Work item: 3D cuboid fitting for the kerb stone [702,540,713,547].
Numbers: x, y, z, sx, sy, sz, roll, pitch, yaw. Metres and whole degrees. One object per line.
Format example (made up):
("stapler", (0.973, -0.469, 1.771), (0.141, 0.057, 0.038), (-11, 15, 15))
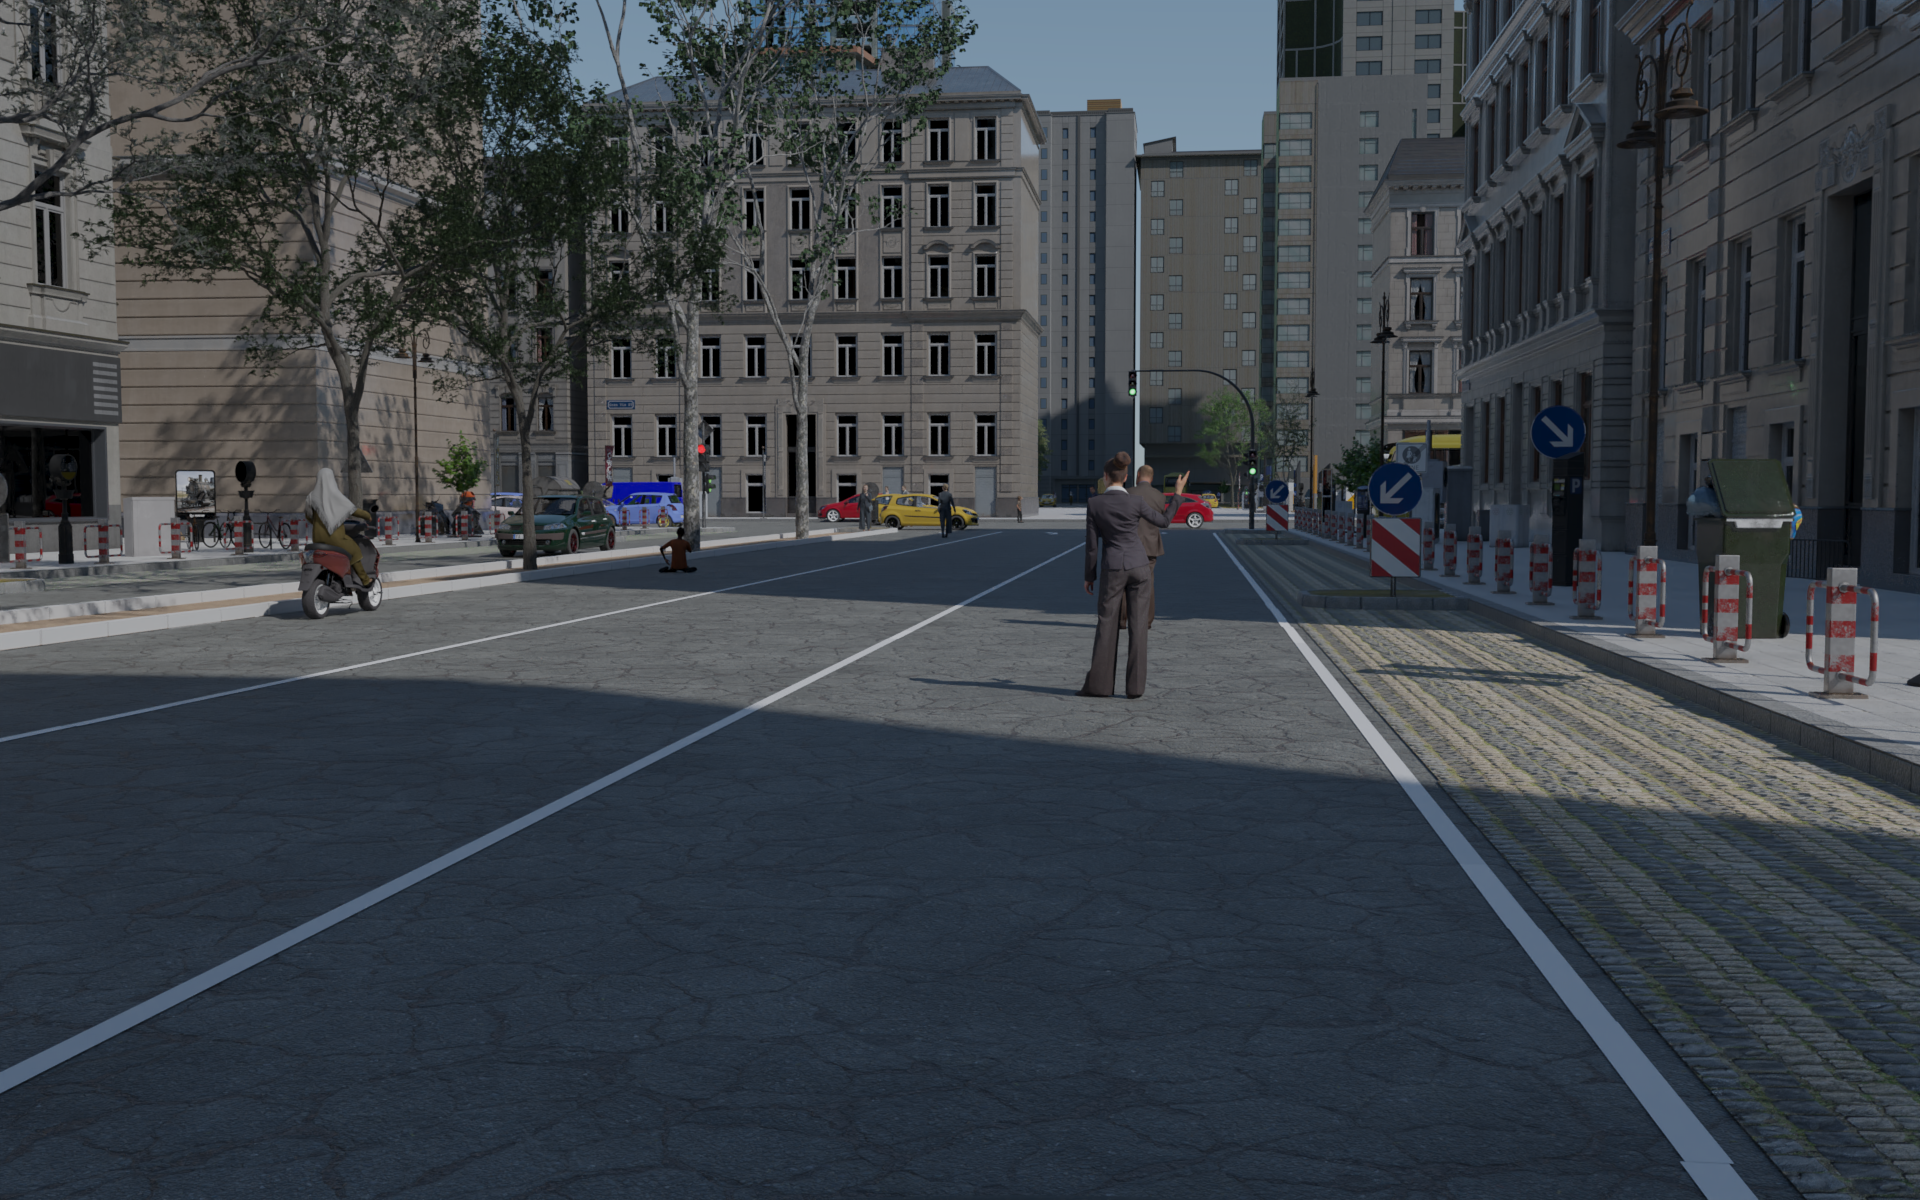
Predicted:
("kerb stone", (-6.926, -1.501, 46.739), (0.120, 0.150, 1.000), (0, 4, 7))

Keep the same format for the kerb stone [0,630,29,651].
("kerb stone", (-8.799, 0.389, 15.838), (0.120, 0.150, 1.000), (0, 4, 7))

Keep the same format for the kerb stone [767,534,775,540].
("kerb stone", (-6.017, -1.932, 53.877), (0.120, 0.150, 1.000), (0, 4, 7))

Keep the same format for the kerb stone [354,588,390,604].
("kerb stone", (-7.876, -0.048, 22.976), (0.120, 0.150, 1.000), (0, 4, 7))

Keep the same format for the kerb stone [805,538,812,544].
("kerb stone", (-4.461, -1.667, 49.488), (0.120, 0.150, 1.000), (0, 4, 7))

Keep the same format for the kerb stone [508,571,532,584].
("kerb stone", (-7.225, -0.357, 28.075), (0.120, 0.150, 1.000), (0, 4, 7))

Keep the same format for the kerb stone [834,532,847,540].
("kerb stone", (-3.799, -1.981, 54.583), (0.120, 0.150, 1.000), (0, 4, 7))

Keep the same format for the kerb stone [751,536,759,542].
("kerb stone", (-6.266, -1.813, 51.841), (0.120, 0.150, 1.000), (0, 4, 7))

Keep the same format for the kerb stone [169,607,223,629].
("kerb stone", (-8.396, 0.202, 18.893), (0.120, 0.150, 1.000), (0, 4, 7))

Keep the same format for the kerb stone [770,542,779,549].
("kerb stone", (-4.993, -1.420, 45.413), (0.120, 0.150, 1.000), (0, 4, 7))

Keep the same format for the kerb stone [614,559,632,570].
("kerb stone", (-6.560, -0.672, 33.190), (0.120, 0.150, 1.000), (0, 4, 7))

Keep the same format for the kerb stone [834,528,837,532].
("kerb stone", (-4.690, -2.562, 64.078), (0.120, 0.150, 1.000), (0, 4, 7))

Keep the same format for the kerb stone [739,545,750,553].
("kerb stone", (-5.381, -1.232, 42.357), (0.120, 0.150, 1.000), (0, 4, 7))

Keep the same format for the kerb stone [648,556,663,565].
("kerb stone", (-6.301, -0.795, 35.224), (0.120, 0.150, 1.000), (0, 4, 7))

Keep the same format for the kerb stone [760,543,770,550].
("kerb stone", (-5.114, -1.358, 44.395), (0.120, 0.150, 1.000), (0, 4, 7))

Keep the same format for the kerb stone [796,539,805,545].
("kerb stone", (-4.587, -1.607, 48.470), (0.120, 0.150, 1.000), (0, 4, 7))

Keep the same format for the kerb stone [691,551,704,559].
("kerb stone", (-5.902, -0.980, 38.288), (0.120, 0.150, 1.000), (0, 4, 7))

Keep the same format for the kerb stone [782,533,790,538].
("kerb stone", (-5.751, -2.059, 55.912), (0.120, 0.150, 1.000), (0, 4, 7))

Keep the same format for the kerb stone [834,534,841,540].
("kerb stone", (-3.930, -1.918, 53.562), (0.120, 0.150, 1.000), (0, 4, 7))

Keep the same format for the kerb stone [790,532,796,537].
("kerb stone", (-5.613, -2.125, 56.942), (0.120, 0.150, 1.000), (0, 4, 7))

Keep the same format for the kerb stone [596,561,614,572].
("kerb stone", (-6.698, -0.608, 32.160), (0.120, 0.150, 1.000), (0, 4, 7))

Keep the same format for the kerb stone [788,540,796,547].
("kerb stone", (-4.728, -1.545, 47.455), (0.120, 0.150, 1.000), (0, 4, 7))

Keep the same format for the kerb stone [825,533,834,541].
("kerb stone", (-4.067, -1.856, 52.544), (0.120, 0.150, 1.000), (0, 4, 7))

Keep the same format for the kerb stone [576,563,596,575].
("kerb stone", (-6.822, -0.547, 31.142), (0.120, 0.150, 1.000), (0, 4, 7))

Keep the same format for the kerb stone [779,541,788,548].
("kerb stone", (-4.851, -1.482, 46.428), (0.120, 0.150, 1.000), (0, 4, 7))

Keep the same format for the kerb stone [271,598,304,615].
("kerb stone", (-8.139, 0.077, 20.934), (0.120, 0.150, 1.000), (0, 4, 7))

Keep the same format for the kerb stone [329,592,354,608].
("kerb stone", (-8.004, 0.015, 21.950), (0.120, 0.150, 1.000), (0, 4, 7))

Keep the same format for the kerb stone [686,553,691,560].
("kerb stone", (-6.032, -0.922, 37.264), (0.120, 0.150, 1.000), (0, 4, 7))

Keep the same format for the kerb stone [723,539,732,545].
("kerb stone", (-6.670, -1.622, 48.783), (0.120, 0.150, 1.000), (0, 4, 7))

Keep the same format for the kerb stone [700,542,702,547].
("kerb stone", (-7.067, -1.435, 45.723), (0.120, 0.150, 1.000), (0, 4, 7))

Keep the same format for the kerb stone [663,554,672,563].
("kerb stone", (-6.160, -0.852, 36.243), (0.120, 0.150, 1.000), (0, 4, 7))

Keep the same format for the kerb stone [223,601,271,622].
("kerb stone", (-8.271, 0.144, 19.911), (0.120, 0.150, 1.000), (0, 4, 7))

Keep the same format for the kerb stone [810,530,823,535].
("kerb stone", (-5.091, -2.373, 61.023), (0.120, 0.150, 1.000), (0, 4, 7))

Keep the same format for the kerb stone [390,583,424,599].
("kerb stone", (-7.744, -0.108, 24.008), (0.120, 0.150, 1.000), (0, 4, 7))

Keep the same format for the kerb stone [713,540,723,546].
("kerb stone", (-6.795, -1.564, 47.766), (0.120, 0.150, 1.000), (0, 4, 7))

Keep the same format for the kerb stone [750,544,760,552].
("kerb stone", (-5.252, -1.293, 43.374), (0.120, 0.150, 1.000), (0, 4, 7))

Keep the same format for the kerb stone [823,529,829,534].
("kerb stone", (-4.957, -2.437, 62.039), (0.120, 0.150, 1.000), (0, 4, 7))

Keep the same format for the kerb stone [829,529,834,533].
("kerb stone", (-4.830, -2.499, 63.061), (0.120, 0.150, 1.000), (0, 4, 7))

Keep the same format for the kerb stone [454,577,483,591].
("kerb stone", (-7.477, -0.233, 26.041), (0.120, 0.150, 1.000), (0, 4, 7))

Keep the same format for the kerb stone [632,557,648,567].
("kerb stone", (-6.423, -0.735, 34.206), (0.120, 0.150, 1.000), (0, 4, 7))

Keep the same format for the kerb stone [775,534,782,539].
("kerb stone", (-5.890, -2.000, 54.896), (0.120, 0.150, 1.000), (0, 4, 7))

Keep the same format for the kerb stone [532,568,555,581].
("kerb stone", (-7.091, -0.422, 29.096), (0.120, 0.150, 1.000), (0, 4, 7))

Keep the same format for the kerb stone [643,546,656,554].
("kerb stone", (-7.589, -1.187, 41.637), (0.120, 0.150, 1.000), (0, 4, 7))

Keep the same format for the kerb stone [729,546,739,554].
("kerb stone", (-5.512, -1.168, 41.339), (0.120, 0.150, 1.000), (0, 4, 7))

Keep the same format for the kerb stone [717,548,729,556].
("kerb stone", (-5.637, -1.109, 40.321), (0.120, 0.150, 1.000), (0, 4, 7))

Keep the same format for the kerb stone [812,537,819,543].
("kerb stone", (-4.339, -1.731, 50.505), (0.120, 0.150, 1.000), (0, 4, 7))

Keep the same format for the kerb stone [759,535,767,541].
("kerb stone", (-6.145, -1.874, 52.859), (0.120, 0.150, 1.000), (0, 4, 7))

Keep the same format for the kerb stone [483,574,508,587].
("kerb stone", (-7.348, -0.292, 27.058), (0.120, 0.150, 1.000), (0, 4, 7))

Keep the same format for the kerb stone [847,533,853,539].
("kerb stone", (-3.670, -2.043, 55.604), (0.120, 0.150, 1.000), (0, 4, 7))

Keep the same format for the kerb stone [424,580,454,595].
("kerb stone", (-7.614, -0.173, 25.025), (0.120, 0.150, 1.000), (0, 4, 7))

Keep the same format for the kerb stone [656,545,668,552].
("kerb stone", (-7.456, -1.251, 42.655), (0.120, 0.150, 1.000), (0, 4, 7))

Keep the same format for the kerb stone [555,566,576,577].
("kerb stone", (-6.962, -0.484, 30.126), (0.120, 0.150, 1.000), (0, 4, 7))

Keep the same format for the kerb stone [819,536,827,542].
("kerb stone", (-4.194, -1.791, 51.527), (0.120, 0.150, 1.000), (0, 4, 7))

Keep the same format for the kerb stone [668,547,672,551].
("kerb stone", (-7.326, -1.313, 43.672), (0.120, 0.150, 1.000), (0, 4, 7))

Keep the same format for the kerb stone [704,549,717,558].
("kerb stone", (-5.774, -1.042, 39.305), (0.120, 0.150, 1.000), (0, 4, 7))

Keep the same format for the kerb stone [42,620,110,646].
("kerb stone", (-8.664, 0.326, 16.860), (0.120, 0.150, 1.000), (0, 4, 7))

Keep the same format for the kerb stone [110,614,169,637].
("kerb stone", (-8.534, 0.264, 17.877), (0.120, 0.150, 1.000), (0, 4, 7))

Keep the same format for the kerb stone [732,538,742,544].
("kerb stone", (-6.535, -1.688, 49.801), (0.120, 0.150, 1.000), (0, 4, 7))

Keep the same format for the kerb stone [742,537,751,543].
("kerb stone", (-6.402, -1.751, 50.818), (0.120, 0.150, 1.000), (0, 4, 7))
